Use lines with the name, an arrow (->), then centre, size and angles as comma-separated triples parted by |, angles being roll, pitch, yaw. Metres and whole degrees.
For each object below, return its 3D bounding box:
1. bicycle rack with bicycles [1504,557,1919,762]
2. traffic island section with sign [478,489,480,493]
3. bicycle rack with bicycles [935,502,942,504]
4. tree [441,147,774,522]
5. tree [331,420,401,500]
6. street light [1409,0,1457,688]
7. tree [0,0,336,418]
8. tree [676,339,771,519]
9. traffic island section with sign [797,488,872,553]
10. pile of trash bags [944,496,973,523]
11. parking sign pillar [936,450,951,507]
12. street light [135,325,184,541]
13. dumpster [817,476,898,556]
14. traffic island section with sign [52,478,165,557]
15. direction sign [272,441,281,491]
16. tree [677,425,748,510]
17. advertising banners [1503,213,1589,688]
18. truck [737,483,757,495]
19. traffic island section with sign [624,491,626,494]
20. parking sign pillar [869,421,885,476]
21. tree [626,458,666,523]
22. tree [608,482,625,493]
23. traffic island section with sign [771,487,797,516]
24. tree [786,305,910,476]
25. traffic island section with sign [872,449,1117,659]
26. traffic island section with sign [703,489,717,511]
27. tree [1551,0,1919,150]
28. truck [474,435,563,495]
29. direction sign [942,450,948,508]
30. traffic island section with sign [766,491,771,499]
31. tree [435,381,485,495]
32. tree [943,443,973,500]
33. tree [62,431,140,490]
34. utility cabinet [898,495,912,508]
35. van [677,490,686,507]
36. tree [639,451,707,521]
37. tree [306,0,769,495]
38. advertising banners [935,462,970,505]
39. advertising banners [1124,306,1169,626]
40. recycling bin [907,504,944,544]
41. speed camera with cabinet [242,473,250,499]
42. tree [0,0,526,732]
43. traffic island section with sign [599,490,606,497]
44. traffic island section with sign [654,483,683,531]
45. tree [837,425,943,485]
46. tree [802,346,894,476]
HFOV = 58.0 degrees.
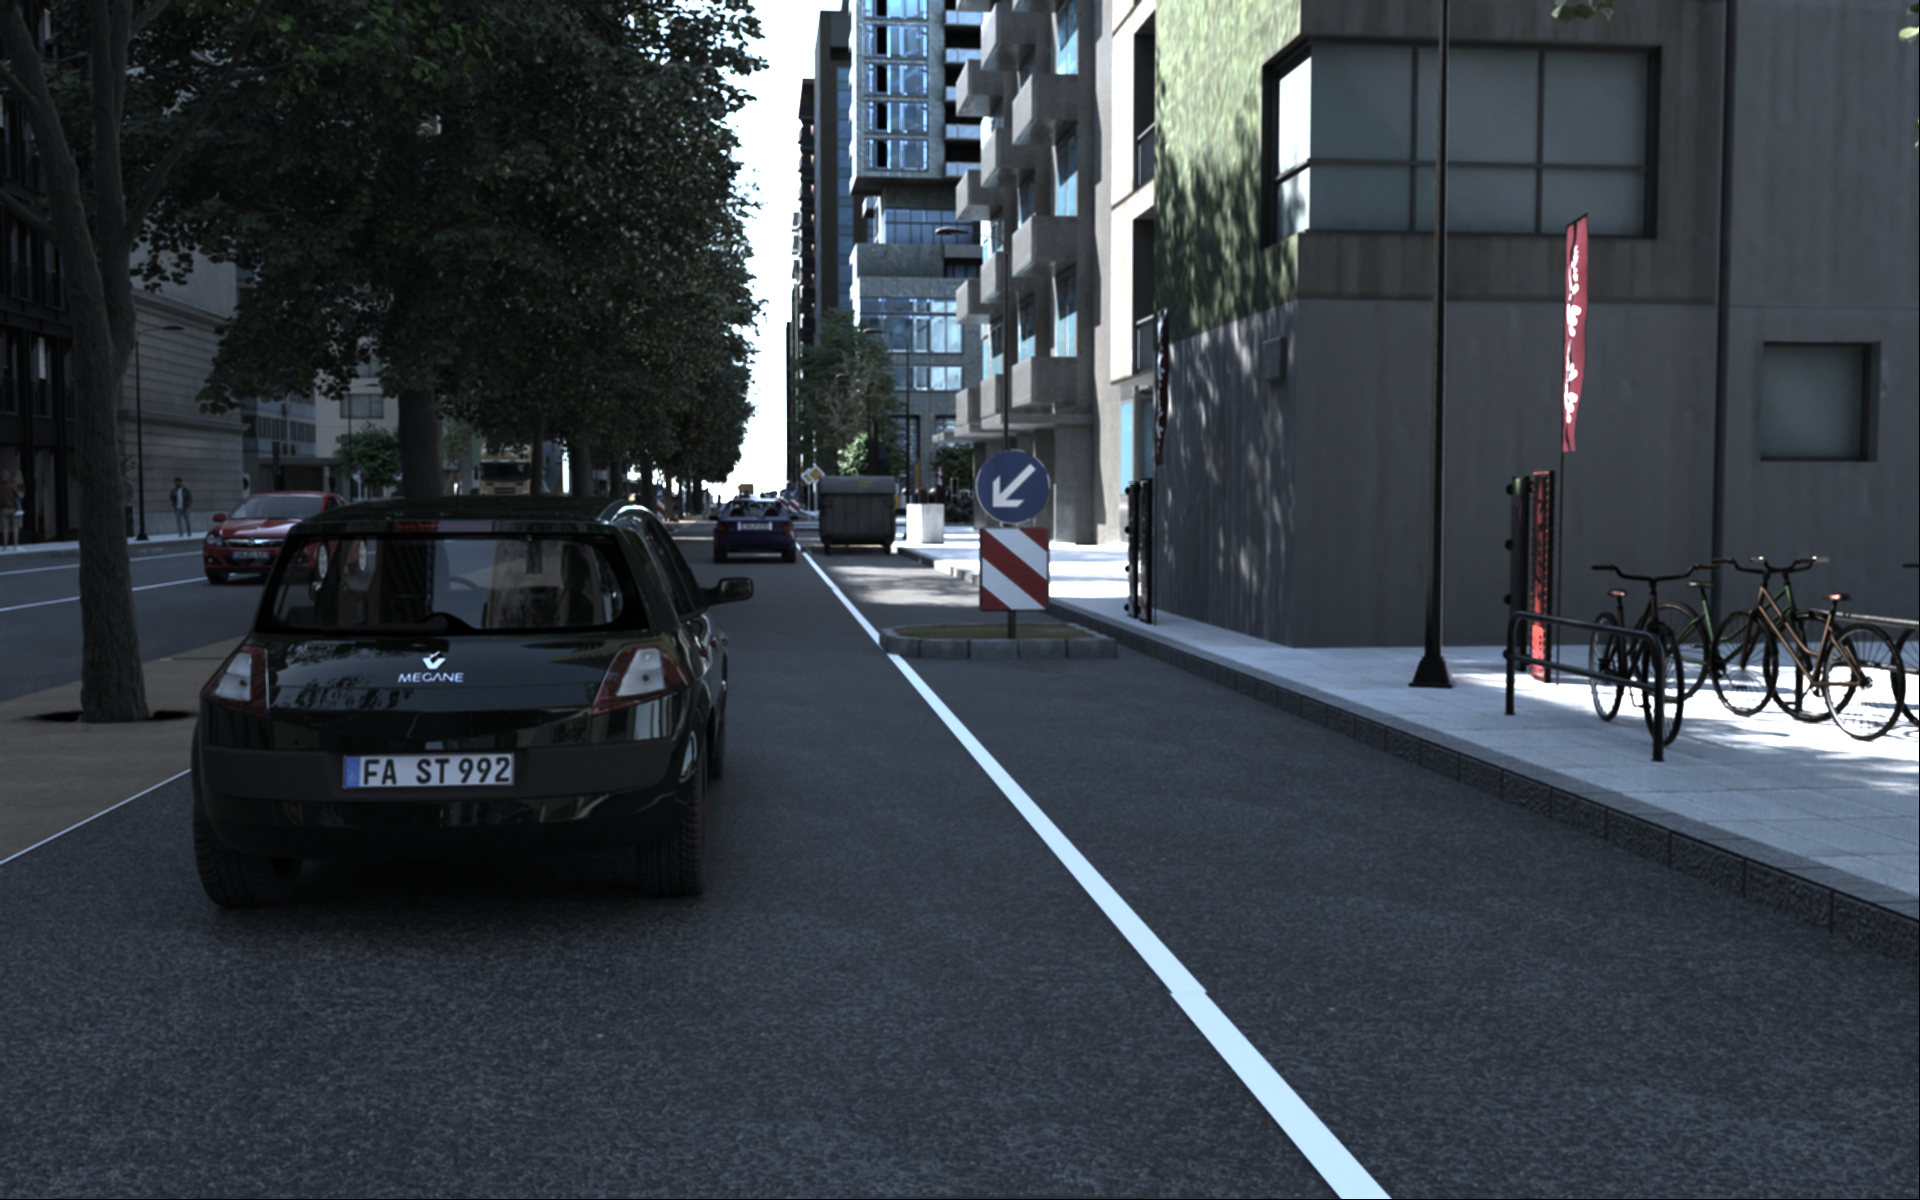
bicycle rack with bicycles -> 4.272, 0.242, 9.420 | 2.852, 0.926, 2.925 | 0, 4, -4
traffic island section with sign -> -26.377, -5.349, 96.078 | 1.989, 1.847, 2.006 | 0, 4, -7
bicycle rack with bicycles -> -0.391, -4.173, 81.613 | 2.852, 0.926, 2.925 | -1, 4, -20
tree -> -10.490, -8.144, 52.612 | 9.611, 12.733, 9.660 | 0, 3, 0
tree -> -26.171, -5.704, 76.972 | 4.285, 4.588, 4.351 | 0, 3, 0
street light -> 2.631, -2.375, 11.372 | 1.470, 5.913, 1.316 | 0, 4, -7
tree -> -6.458, -6.816, 20.557 | 9.857, 13.997, 8.962 | 0, 3, 0
tree -> -15.900, -11.324, 97.969 | 12.009, 13.543, 11.850 | 0, 3, 0
traffic island section with sign -> -2.939, -2.089, 42.785 | 1.989, 1.847, 2.006 | 0, 4, -7
pile of trash bags -> 0.744, -4.118, 77.086 | 1.912, 1.369, 3.447 | 3, 4, 38
parking sign pillar -> -0.789, -7.205, 106.266 | 1.447, 3.967, 1.447 | 0, 4, -8
street light -> -22.080, -4.603, 47.794 | 1.470, 5.913, 1.316 | 0, 4, -7
dumpster -> -2.434, -2.000, 40.916 | 1.865, 1.857, 1.264 | 0, 4, -7
traffic island section with sign -> -19.681, -1.932, 40.221 | 1.989, 1.847, 2.006 | 0, 4, -7
direction sign -> -29.526, -5.070, 74.893 | 0.379, 3.537, 0.876 | 0, 4, -3
tree -> -20.413, -13.095, 134.692 | 7.486, 12.596, 7.792 | 0, 3, 0
advertising banners -> 4.008, -0.961, 11.893 | 0.090, 3.025, 2.074 | 0, 4, 6
truck -> -36.520, -18.383, 296.489 | 3.469, 3.379, 9.791 | 0, 4, -6
traffic island section with sign -> -38.756, -11.659, 199.248 | 1.989, 1.847, 2.006 | 0, 4, -7
parking sign pillar -> -3.102, -4.656, 64.597 | 1.447, 3.967, 1.447 | -1, 4, -10
tree -> -13.868, -7.784, 80.081 | 4.737, 8.622, 4.395 | 0, 3, 0
tree -> -44.631, -14.059, 224.457 | 1.663, 3.219, 1.824 | 0, 3, 0
traffic island section with sign -> -9.404, -5.384, 96.650 | 1.989, 1.847, 2.006 | 0, 4, -7
tree -> -6.764, -11.398, 104.479 | 7.486, 12.596, 7.792 | 0, 3, 0
traffic island section with sign -> 0.274, -0.452, 16.021 | 1.989, 1.847, 2.006 | 0, 4, -7
traffic island section with sign -> -21.882, -8.608, 148.876 | 2.006, 1.907, 1.989 | 0, 4, -7
tree -> 4.641, -5.377, 6.044 | 7.486, 12.596, 7.792 | 0, 3, 0
truck -> -21.162, -5.794, 83.639 | 2.839, 4.237, 11.283 | 0, 4, -5
direction sign -> -0.791, -6.008, 90.226 | 0.379, 3.537, 0.876 | 1, 4, 19
traffic island section with sign -> -12.653, -7.041, 123.755 | 1.989, 1.847, 2.006 | 0, 4, -7
tree -> -29.299, -9.185, 100.532 | 4.737, 8.622, 4.395 | 0, 3, 0
tree -> -0.081, -6.953, 97.389 | 4.285, 4.588, 4.351 | 0, 3, 0
tree -> -22.650, -3.104, 45.350 | 1.663, 3.219, 1.824 | 0, 3, 0
utility cabinet -> -3.292, -5.638, 103.343 | 0.306, 1.237, 1.020 | 3, 4, 38
van -> -25.952, -9.543, 163.038 | 2.013, 2.044, 4.112 | 0, 4, -8
tree -> -13.155, -7.503, 75.493 | 4.360, 8.622, 3.978 | 0, 3, 0
tree -> -7.602, -5.717, 30.341 | 8.767, 10.594, 7.601 | 0, 4, -7
advertising banners -> -0.415, -6.018, 94.577 | 2.074, 3.025, 0.090 | 2, 4, 26
advertising banners -> 1.855, -1.288, 17.249 | 0.090, 3.025, 2.074 | 0, 4, -4
recycling bin -> -0.887, -1.957, 44.555 | 0.722, 1.027, 0.722 | -3, 4, -37
speed camera with cabinet -> -31.645, -4.906, 74.547 | 0.660, 3.252, 2.038 | 2, 4, 34
tree -> -5.465, -5.045, 10.703 | 9.928, 11.665, 9.643 | 0, 3, 0
traffic island section with sign -> -35.545, -10.022, 172.484 | 1.989, 1.847, 2.006 | 0, 4, -7
traffic island section with sign -> -12.919, -4.045, 74.271 | 2.006, 1.907, 1.989 | 0, 4, -7
tree -> -3.926, -5.913, 80.398 | 4.285, 4.588, 4.351 | 0, 3, 0
tree -> -5.368, -8.270, 85.585 | 4.360, 8.622, 3.978 | 0, 3, 0
